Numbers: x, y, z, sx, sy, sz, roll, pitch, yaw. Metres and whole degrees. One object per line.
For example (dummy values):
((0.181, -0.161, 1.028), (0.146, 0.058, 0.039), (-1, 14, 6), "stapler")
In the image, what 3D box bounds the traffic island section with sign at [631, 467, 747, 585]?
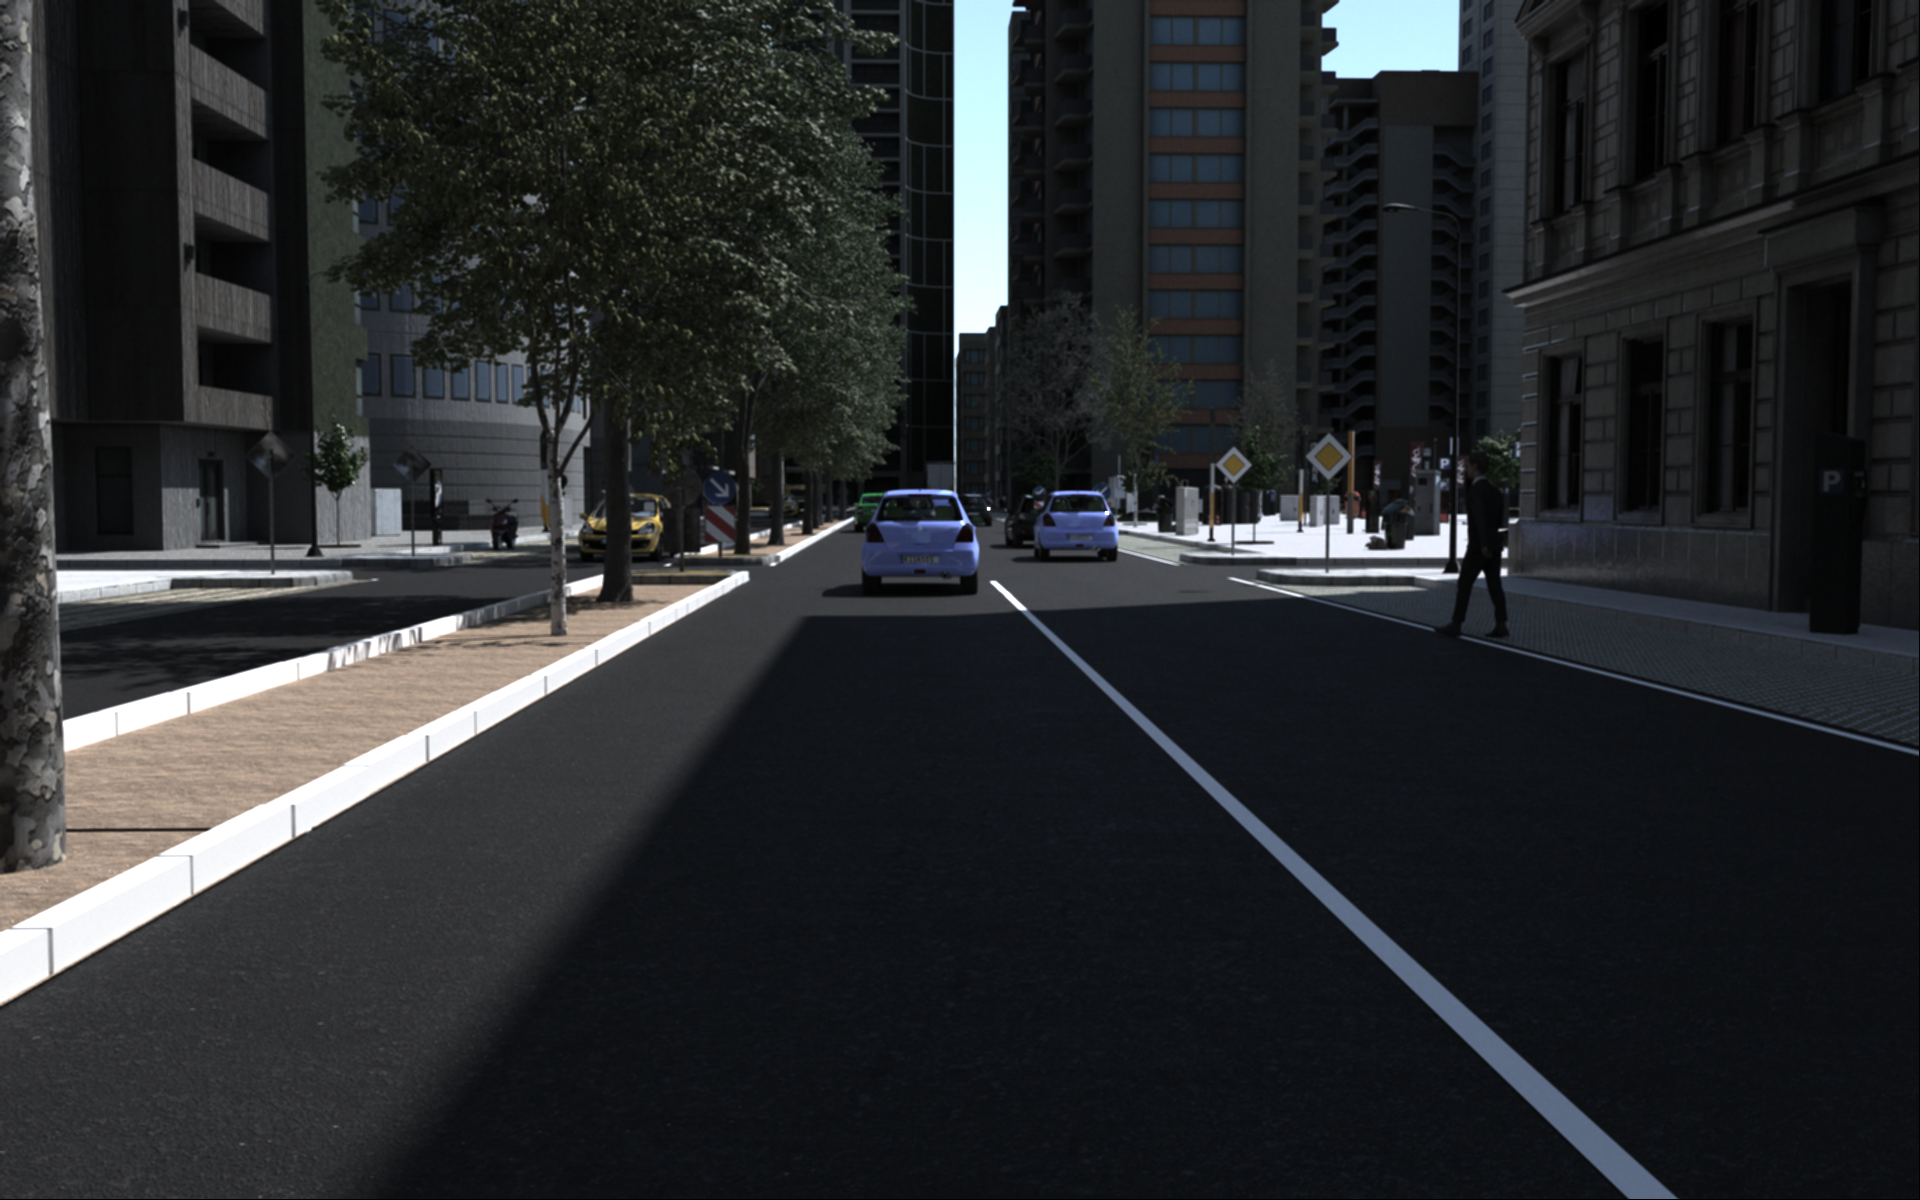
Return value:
((-4.597, -1.220, 28.086), (2.006, 1.907, 1.989), (0, 4, -2), "traffic island section with sign")

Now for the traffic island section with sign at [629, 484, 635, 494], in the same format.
((-11.837, -3.215, 61.201), (1.989, 1.847, 2.006), (0, 4, -2), "traffic island section with sign")

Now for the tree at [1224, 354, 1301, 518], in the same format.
((16.025, -8.676, 92.208), (4.360, 8.622, 3.978), (0, 3, 0), "tree")

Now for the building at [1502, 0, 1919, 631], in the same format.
((13.607, -9.362, 17.705), (10.561, 19.102, 19.286), (0, 4, -2), "building")

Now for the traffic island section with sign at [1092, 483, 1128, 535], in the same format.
((4.832, -3.227, 61.387), (1.989, 1.847, 2.006), (0, 4, -2), "traffic island section with sign")

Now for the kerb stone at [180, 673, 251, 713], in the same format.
((-5.072, 0.640, 11.733), (0.120, 0.150, 1.000), (0, 4, -2), "kerb stone")

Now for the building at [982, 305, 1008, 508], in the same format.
((16.989, -20.096, 173.608), (27.650, 21.520, 28.899), (0, 4, -2), "building")

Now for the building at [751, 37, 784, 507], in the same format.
((-29.170, -33.714, 174.919), (21.600, 48.544, 21.300), (0, 4, -2), "building")

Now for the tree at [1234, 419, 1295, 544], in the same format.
((7.581, -3.067, 44.743), (1.663, 3.219, 1.824), (0, 3, 0), "tree")

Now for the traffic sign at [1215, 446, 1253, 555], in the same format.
((5.696, -1.986, 36.119), (0.795, 2.450, 0.064), (0, 4, -2), "traffic sign")

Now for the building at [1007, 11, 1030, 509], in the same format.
((11.052, -28.593, 151.094), (14.154, 41.232, 14.086), (0, 4, -2), "building")

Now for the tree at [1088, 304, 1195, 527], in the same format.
((6.859, -7.127, 66.884), (4.737, 8.622, 4.395), (0, 3, 0), "tree")

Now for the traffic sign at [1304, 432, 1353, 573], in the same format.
((5.975, -1.498, 28.139), (0.795, 2.450, 0.064), (0, 4, -2), "traffic sign")

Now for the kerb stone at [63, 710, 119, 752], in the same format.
((-5.006, 0.765, 9.683), (0.120, 0.150, 1.000), (0, 4, -2), "kerb stone")

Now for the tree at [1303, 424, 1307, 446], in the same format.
((19.632, -9.749, 109.759), (4.360, 8.622, 3.978), (0, 3, 0), "tree")

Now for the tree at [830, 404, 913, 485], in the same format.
((-6.956, -10.140, 102.666), (8.767, 10.594, 7.601), (0, 4, -2), "tree")

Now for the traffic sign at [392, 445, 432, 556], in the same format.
((-11.238, -1.951, 35.549), (0.795, 2.450, 0.064), (0, 4, -2), "traffic sign")

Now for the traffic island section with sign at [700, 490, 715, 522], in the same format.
((-12.771, -4.863, 88.140), (1.989, 1.847, 2.006), (0, 4, -2), "traffic island section with sign")

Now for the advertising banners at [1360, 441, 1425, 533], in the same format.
((14.321, -3.729, 57.150), (2.074, 3.025, 0.090), (0, 4, -7), "advertising banners")

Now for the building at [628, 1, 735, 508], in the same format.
((-30.841, -32.643, 122.947), (28.713, 52.752, 27.495), (0, 4, -2), "building")

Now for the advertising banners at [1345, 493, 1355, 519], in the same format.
((20.910, -5.717, 89.657), (2.074, 3.025, 0.090), (-1, 4, -14), "advertising banners")

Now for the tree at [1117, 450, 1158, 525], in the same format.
((7.226, -4.763, 72.473), (1.663, 3.219, 1.824), (0, 3, 0), "tree")

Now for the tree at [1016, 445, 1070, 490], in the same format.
((5.490, -7.916, 113.146), (4.285, 4.588, 4.351), (0, 3, 0), "tree")

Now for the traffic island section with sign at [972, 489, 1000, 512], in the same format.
((2.164, -7.915, 138.030), (1.989, 1.847, 2.006), (0, 4, -2), "traffic island section with sign")

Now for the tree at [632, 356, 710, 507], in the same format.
((-15.495, -8.758, 93.556), (4.360, 8.622, 3.978), (0, 3, 0), "tree")

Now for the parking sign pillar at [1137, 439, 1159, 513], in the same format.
((9.325, -5.973, 86.124), (1.447, 3.967, 1.447), (-2, 4, -33), "parking sign pillar")

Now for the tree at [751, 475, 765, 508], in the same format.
((-18.484, -9.923, 156.835), (1.663, 3.219, 1.824), (0, 3, 0), "tree")

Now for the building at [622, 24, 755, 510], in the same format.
((-24.731, -30.241, 144.545), (14.600, 45.320, 14.200), (0, 4, -2), "building")

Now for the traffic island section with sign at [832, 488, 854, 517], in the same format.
((-7.481, -6.266, 110.582), (2.006, 1.907, 1.989), (0, 4, -2), "traffic island section with sign")

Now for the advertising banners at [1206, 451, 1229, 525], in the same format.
((10.641, -4.594, 71.307), (0.090, 3.025, 2.074), (-1, 4, -17), "advertising banners")

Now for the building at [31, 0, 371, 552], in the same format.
((-23.433, -16.471, 40.995), (14.160, 30.474, 14.107), (0, 4, -2), "building")

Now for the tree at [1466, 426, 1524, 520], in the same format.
((26.566, -6.204, 85.142), (4.285, 4.588, 4.351), (0, 3, 0), "tree")

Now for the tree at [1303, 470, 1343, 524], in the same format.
((15.551, -4.894, 74.614), (1.663, 3.219, 1.824), (0, 3, 0), "tree")

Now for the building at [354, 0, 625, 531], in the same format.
((-26.639, -32.334, 70.664), (21.231, 58.520, 28.212), (0, 4, -2), "building")

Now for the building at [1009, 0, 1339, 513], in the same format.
((15.287, -29.019, 129.089), (22.147, 44.769, 28.867), (0, 4, -2), "building")

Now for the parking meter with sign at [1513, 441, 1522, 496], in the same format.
((18.521, -3.674, 56.328), (0.543, 3.016, 1.738), (0, 4, -1), "parking meter with sign")

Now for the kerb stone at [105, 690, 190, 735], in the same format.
((-5.046, 0.702, 10.711), (0.120, 0.150, 1.000), (0, 4, -2), "kerb stone")

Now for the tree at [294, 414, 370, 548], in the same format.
((-15.149, -2.881, 41.712), (1.663, 3.219, 1.824), (0, 3, 0), "tree")

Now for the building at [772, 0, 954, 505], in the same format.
((-10.946, -46.764, 202.845), (20.611, 71.187, 20.563), (0, 4, -2), "building")

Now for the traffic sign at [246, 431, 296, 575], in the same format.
((-10.959, -1.463, 27.569), (0.795, 2.450, 0.064), (0, 4, -2), "traffic sign")

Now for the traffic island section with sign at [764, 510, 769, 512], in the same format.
((-14.496, -7.871, 137.319), (1.989, 1.847, 2.006), (0, 4, -2), "traffic island section with sign")

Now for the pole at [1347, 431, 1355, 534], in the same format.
((12.622, -3.798, 55.939), (0.158, 3.312, 0.155), (0, 3, 0), "pole")

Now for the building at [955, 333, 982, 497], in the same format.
((14.307, -22.256, 208.921), (28.899, 21.520, 27.650), (0, 4, -2), "building")

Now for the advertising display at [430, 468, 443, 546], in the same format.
((-13.124, -2.338, 43.435), (0.123, 1.923, 0.974), (0, 4, -6), "advertising display")

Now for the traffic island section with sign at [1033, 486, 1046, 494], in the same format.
((3.896, -4.875, 88.326), (1.989, 1.847, 2.006), (0, 4, -2), "traffic island section with sign")

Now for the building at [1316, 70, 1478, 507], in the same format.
((44.255, -32.452, 180.707), (14.200, 45.320, 14.600), (0, 4, -2), "building")

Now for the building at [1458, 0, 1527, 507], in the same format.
((61.734, -45.250, 178.091), (20.611, 71.187, 20.563), (0, 4, -2), "building")

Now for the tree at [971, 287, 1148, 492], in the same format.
((5.788, -11.700, 101.660), (12.009, 13.543, 11.850), (0, 3, 0), "tree")

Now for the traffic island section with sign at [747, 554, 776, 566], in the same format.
((-4.846, -1.673, 35.489), (2.006, 1.907, 1.989), (0, 4, -2), "traffic island section with sign")

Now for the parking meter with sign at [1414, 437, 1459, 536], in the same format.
((14.538, -3.519, 53.802), (1.738, 3.016, 0.543), (3, 5, 44), "parking meter with sign")

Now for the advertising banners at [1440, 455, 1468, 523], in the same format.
((21.601, -4.967, 77.406), (2.074, 3.025, 0.090), (1, 4, 11), "advertising banners")
